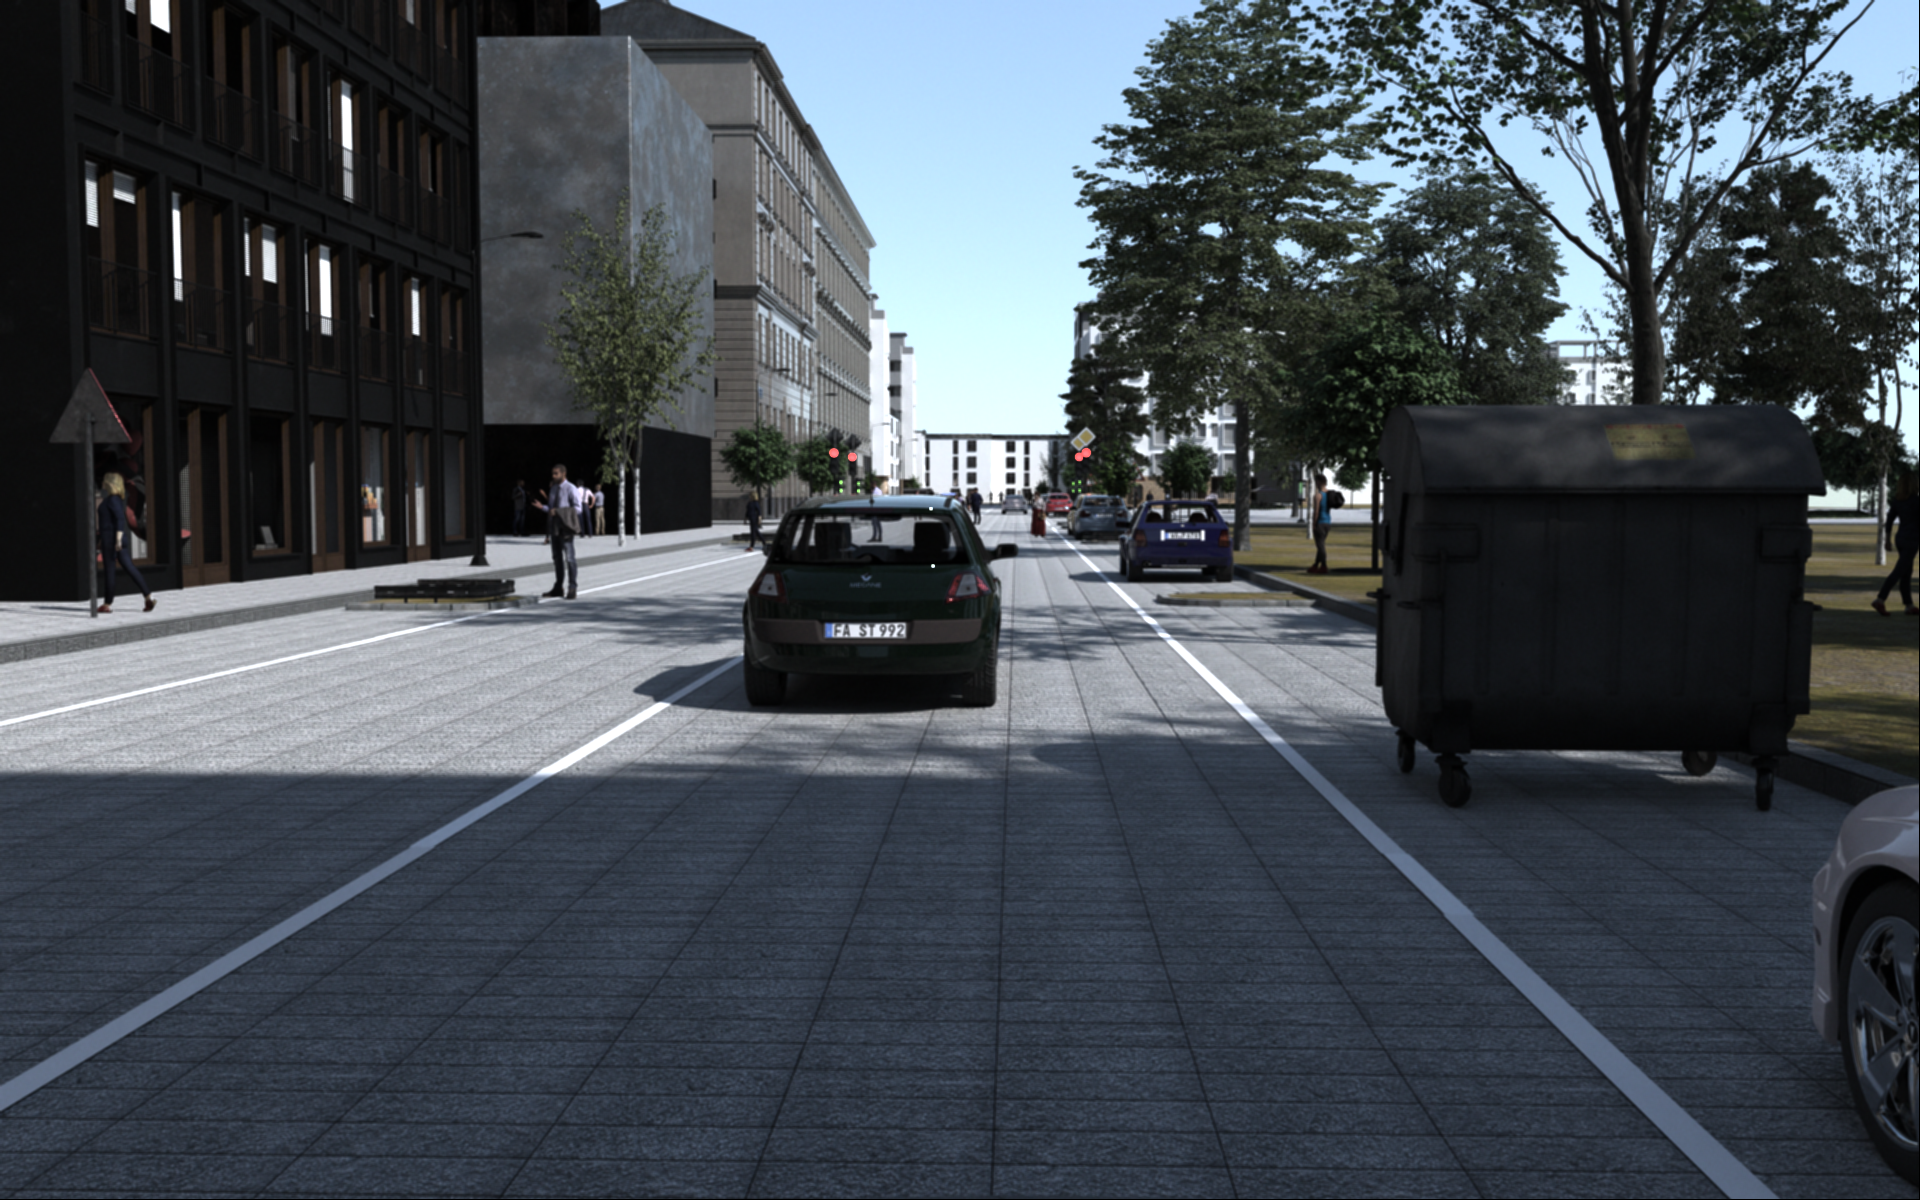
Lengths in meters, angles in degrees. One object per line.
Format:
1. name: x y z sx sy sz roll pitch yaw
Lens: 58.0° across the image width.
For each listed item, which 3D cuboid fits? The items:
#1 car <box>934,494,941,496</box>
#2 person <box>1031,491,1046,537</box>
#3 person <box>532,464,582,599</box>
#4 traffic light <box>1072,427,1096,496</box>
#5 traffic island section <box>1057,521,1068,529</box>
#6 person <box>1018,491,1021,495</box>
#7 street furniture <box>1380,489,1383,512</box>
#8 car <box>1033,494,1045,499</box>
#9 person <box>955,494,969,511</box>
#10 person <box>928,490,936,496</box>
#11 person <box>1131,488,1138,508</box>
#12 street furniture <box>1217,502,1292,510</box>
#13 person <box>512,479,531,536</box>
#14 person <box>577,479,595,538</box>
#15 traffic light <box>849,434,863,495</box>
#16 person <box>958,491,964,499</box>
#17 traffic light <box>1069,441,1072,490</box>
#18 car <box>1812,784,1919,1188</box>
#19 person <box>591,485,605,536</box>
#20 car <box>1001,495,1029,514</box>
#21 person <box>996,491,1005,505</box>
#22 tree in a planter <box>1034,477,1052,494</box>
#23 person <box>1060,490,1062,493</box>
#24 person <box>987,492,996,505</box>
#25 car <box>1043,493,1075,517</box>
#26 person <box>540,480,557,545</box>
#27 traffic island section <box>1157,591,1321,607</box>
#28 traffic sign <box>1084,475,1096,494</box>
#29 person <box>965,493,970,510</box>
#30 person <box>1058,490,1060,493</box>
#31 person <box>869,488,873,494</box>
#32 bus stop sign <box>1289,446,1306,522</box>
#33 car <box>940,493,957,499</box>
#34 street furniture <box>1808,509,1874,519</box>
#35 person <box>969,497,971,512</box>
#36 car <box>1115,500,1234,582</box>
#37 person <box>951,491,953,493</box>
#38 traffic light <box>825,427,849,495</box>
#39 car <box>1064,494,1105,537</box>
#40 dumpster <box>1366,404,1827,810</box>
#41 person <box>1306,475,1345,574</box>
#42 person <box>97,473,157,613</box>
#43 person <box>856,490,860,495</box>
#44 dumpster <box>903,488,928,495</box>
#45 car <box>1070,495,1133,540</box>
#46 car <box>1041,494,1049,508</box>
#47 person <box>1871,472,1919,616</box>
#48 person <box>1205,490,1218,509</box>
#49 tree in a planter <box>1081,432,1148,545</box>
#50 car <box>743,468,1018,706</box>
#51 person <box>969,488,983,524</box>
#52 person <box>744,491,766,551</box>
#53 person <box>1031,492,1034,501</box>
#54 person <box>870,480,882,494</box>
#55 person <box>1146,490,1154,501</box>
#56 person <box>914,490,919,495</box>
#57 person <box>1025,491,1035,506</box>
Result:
1. car: -1.879 -9.611 169.140 2.014 1.417 4.499 0 4 2
2. person: 2.611 -2.842 57.432 0.523 1.526 0.387 1 4 11
3. person: -5.548 -0.940 23.739 0.709 1.838 0.599 2 4 35
4. traffic light: 5.179 -5.032 71.524 0.839 4.213 0.868 0 4 2
5. traffic island section: 5.481 -3.507 79.616 2.009 0.180 2.903 0 4 2
6. person: 5.516 -9.569 165.490 0.750 1.759 0.617 2 4 33
7. street furniture: 34.081 -6.496 111.244 14.083 1.986 27.439 0 4 8
8. car: 8.386 -10.055 174.624 2.015 1.641 3.980 0 4 2
9. person: 0.000 -5.915 108.451 0.697 1.427 0.421 -1 4 -17
10. person: -3.330 -12.382 208.517 1.348 1.821 0.705 -1 4 -9
11. person: 16.317 -9.492 161.380 0.705 1.807 1.348 -1 4 -17
12. street furniture: 23.439 -8.021 146.765 10.072 0.657 5.734 3 5 41
13. person: -13.249 -2.783 52.370 0.431 1.722 0.655 1 4 22
14. person: -11.128 -2.692 50.995 0.756 1.711 0.436 -1 4 -15
15. traffic light: -4.915 -5.540 79.827 0.839 4.213 0.868 0 4 2
16. person: -0.100 -10.736 184.863 1.217 1.723 0.721 -2 4 -34
17. traffic light: 5.441 -5.521 79.505 0.839 4.213 0.868 0 4 2
18. car: 2.786 0.628 2.089 2.083 1.381 4.827 0 4 3
19. person: -11.125 -2.759 53.222 0.319 1.574 0.516 2 4 27
20. car: 3.959 -6.911 125.351 2.083 1.381 4.827 0 4 2
21. person: 5.379 -13.338 226.577 1.348 1.824 0.705 0 4 -5
22. tree in a planter: 9.714 -12.936 208.717 1.991 3.239 1.994 0 4 2
23. person: 13.155 -13.467 226.314 1.350 1.814 0.705 2 4 27
24. person: 3.950 -12.855 219.400 1.217 1.735 0.721 0 4 4
25. car: 6.373 -6.294 111.939 2.155 1.783 4.494 0 4 2
26. person: -10.293 -2.211 43.665 0.593 1.643 0.415 -1 4 -11
27. traffic island section: 3.630 -0.004 22.939 1.991 0.108 1.994 0 4 2
28. traffic sign: 8.267 -6.707 109.670 0.884 2.594 0.081 0 4 6
29. person: 0.648 -8.601 151.392 0.388 1.546 0.482 1 4 17
30. person: 13.117 -13.606 228.632 1.348 1.807 0.705 -2 4 -25
31. person: -5.592 -6.273 110.072 0.415 1.643 0.593 1 4 23
32. bus stop sign: 15.321 -5.500 78.626 0.855 3.939 0.416 3 5 41
33. car: -0.775 -6.790 120.606 1.945 1.707 3.694 0 3 0
34. street furniture: 42.876 -4.574 90.405 10.072 0.657 5.734 -2 4 -25
35. person: 0.870 -7.721 137.979 0.697 1.427 0.421 0 4 5
36. car: 3.640 -1.036 29.518 1.945 1.354 3.894 0 4 3
37. person: -0.923 -11.505 197.276 0.551 1.740 0.621 -2 4 -27
38. traffic light: -5.177 -5.052 71.846 0.839 4.213 0.868 0 4 2
39. car: 4.634 -3.029 59.746 2.015 1.641 3.980 0 3 0
40. dumpster: 2.983 -0.008 8.349 1.865 1.857 1.264 0 4 3
41. person: 5.855 -1.226 27.960 0.662 1.594 0.647 3 4 37
42. person: -9.083 -0.623 18.775 0.613 1.512 0.480 -2 4 -35
43. person: -7.035 -6.877 119.953 0.415 1.643 0.593 -2 4 -27
44. dumpster: -3.293 -7.297 127.526 1.865 1.857 1.264 0 4 4
45. car: 4.520 -2.638 55.126 2.014 1.417 4.499 0 4 3
46. car: 7.476 -8.119 144.741 2.014 1.417 4.499 0 4 3
47. person: 9.962 -0.594 18.298 0.613 1.512 0.480 -2 4 -29
48. person: 8.819 -3.129 60.395 0.628 1.438 0.799 -1 4 -19
49. tree in a planter: 4.515 -3.232 50.063 1.991 3.239 1.994 0 4 2
50. car: -0.561 -0.203 13.107 2.009 1.686 4.222 0 4 1
51. person: 0.743 -4.450 81.959 0.504 1.737 0.576 3 4 37
52. person: -5.117 -1.979 43.395 0.480 1.512 0.613 3 5 40
53. person: 9.224 -13.102 223.243 1.217 1.766 0.721 1 4 14
54. person: -2.627 -2.642 51.561 0.599 1.838 0.709 1 4 18
55. person: 11.951 -6.139 108.959 0.480 1.512 0.613 0 4 8
56. person: -2.282 -5.196 94.924 0.593 1.643 0.415 0 4 6
57. person: 8.285 -12.086 206.196 1.348 1.812 0.705 -1 4 -14
